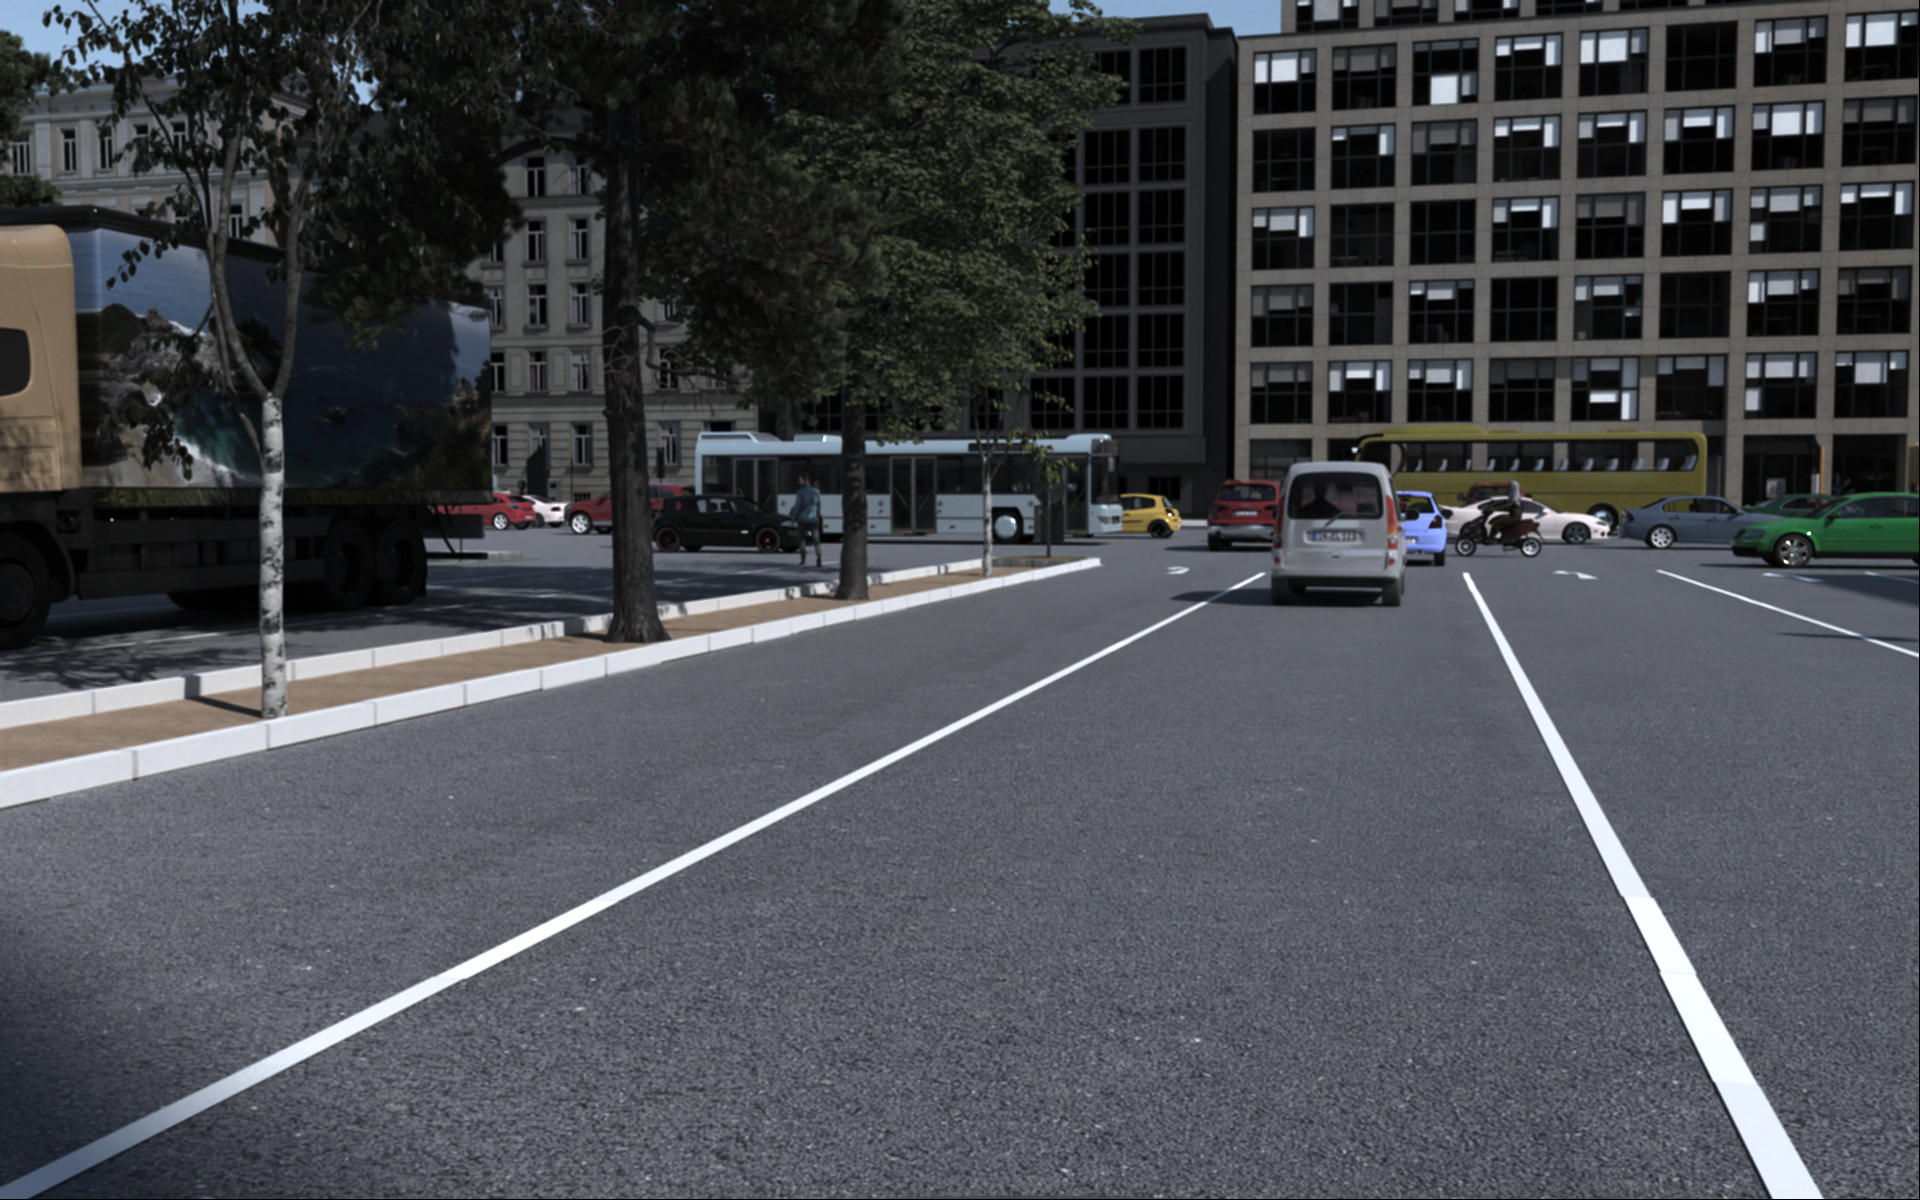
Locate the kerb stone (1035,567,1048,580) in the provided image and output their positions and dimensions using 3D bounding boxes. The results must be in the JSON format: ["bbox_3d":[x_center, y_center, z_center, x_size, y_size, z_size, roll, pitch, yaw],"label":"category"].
[{"bbox_3d":[1.281,-0.424,29.129,0.120,0.150,1.000,1,4,15],"label":"kerb stone"}]

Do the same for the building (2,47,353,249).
[{"bbox_3d":[-47.190,-19.648,107.148,20.117,28.700,13.634,1,4,15],"label":"building"}]

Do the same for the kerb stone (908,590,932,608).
[{"bbox_3d":[-0.587,0.002,22.159,0.120,0.150,1.000,1,4,15],"label":"kerb stone"}]

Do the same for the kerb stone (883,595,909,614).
[{"bbox_3d":[-0.849,0.064,21.149,0.120,0.150,1.000,1,4,15],"label":"kerb stone"}]

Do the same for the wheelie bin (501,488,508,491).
[{"bbox_3d":[-24.807,-5.286,94.326,0.693,1.594,0.980,-2,4,-35],"label":"wheelie bin"}]

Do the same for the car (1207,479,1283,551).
[{"bbox_3d":[7.623,-2.218,44.936,2.281,1.827,5.304,1,4,14],"label":"car"}]

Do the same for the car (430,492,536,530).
[{"bbox_3d":[-19.336,-3.709,69.678,4.494,1.783,2.155,1,4,15],"label":"car"}]

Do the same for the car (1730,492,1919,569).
[{"bbox_3d":[17.545,-1.519,33.631,4.718,1.807,1.959,1,4,15],"label":"car"}]

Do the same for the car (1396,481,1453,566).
[{"bbox_3d":[9.212,-1.610,35.911,1.945,1.707,3.694,1,4,15],"label":"car"}]

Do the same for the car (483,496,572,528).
[{"bbox_3d":[-18.929,-3.782,74.200,4.827,1.381,2.083,1,4,15],"label":"car"}]

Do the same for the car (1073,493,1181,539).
[{"bbox_3d":[5.213,-2.837,56.604,3.980,1.641,2.015,1,4,14],"label":"car"}]

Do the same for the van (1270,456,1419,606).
[{"bbox_3d":[5.219,-1.016,23.621,2.013,2.044,4.112,1,4,15],"label":"van"}]

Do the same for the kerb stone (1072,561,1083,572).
[{"bbox_3d":[2.078,-0.606,32.126,0.120,0.150,1.000,1,4,15],"label":"kerb stone"}]

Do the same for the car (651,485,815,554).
[{"bbox_3d":[-5.592,-2.008,42.613,4.222,1.686,2.009,1,4,14],"label":"car"}]

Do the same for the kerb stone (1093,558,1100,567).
[{"bbox_3d":[2.609,-0.729,34.117,0.120,0.150,1.000,1,4,15],"label":"kerb stone"}]

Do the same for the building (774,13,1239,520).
[{"bbox_3d":[3.142,-18.357,93.648,24.014,27.812,14.314,1,4,15],"label":"building"}]

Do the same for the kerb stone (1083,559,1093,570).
[{"bbox_3d":[2.347,-0.668,33.123,0.120,0.150,1.000,1,4,15],"label":"kerb stone"}]

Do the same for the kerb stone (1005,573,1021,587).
[{"bbox_3d":[0.747,-0.293,27.140,0.120,0.150,1.000,1,4,15],"label":"kerb stone"}]

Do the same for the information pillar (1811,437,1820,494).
[{"bbox_3d":[35.255,-4.896,71.407,0.183,3.616,0.504,0,4,1],"label":"information pillar"}]

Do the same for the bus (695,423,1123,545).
[{"bbox_3d":[-1.111,-3.408,50.582,13.247,3.499,2.948,1,4,16],"label":"bus"}]

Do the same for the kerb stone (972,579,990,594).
[{"bbox_3d":[0.217,-0.180,25.143,0.120,0.150,1.000,1,4,15],"label":"kerb stone"}]

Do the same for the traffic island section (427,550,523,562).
[{"bbox_3d":[-10.834,-0.934,37.552,2.009,0.180,2.903,1,4,15],"label":"traffic island section"}]

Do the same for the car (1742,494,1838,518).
[{"bbox_3d":[24.594,-2.298,49.368,4.920,1.459,2.131,1,4,15],"label":"car"}]

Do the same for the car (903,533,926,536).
[{"bbox_3d":[-2.857,-3.068,59.944,4.222,1.686,2.009,1,4,14],"label":"car"}]

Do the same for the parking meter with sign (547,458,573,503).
[{"bbox_3d":[-19.662,-5.363,83.947,1.738,3.016,0.543,-1,4,-15],"label":"parking meter with sign"}]

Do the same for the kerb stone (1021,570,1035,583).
[{"bbox_3d":[1.006,-0.363,28.138,0.120,0.150,1.000,1,4,15],"label":"kerb stone"}]

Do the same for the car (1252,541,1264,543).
[{"bbox_3d":[10.553,-2.592,51.056,5.304,1.827,2.281,1,4,14],"label":"car"}]

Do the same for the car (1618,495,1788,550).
[{"bbox_3d":[19.555,-2.025,45.116,4.499,1.417,2.014,1,4,17],"label":"car"}]

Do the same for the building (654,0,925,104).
[{"bbox_3d":[-20.388,-52.895,177.497,31.000,86.520,22.319,1,4,15],"label":"building"}]

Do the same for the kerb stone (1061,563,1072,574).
[{"bbox_3d":[1.808,-0.546,31.125,0.120,0.150,1.000,1,4,15],"label":"kerb stone"}]

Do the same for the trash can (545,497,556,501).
[{"bbox_3d":[-19.453,-4.298,81.932,0.748,1.137,0.748,0,3,0],"label":"trash can"}]

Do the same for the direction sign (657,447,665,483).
[{"bbox_3d":[-14.512,-5.629,84.034,0.379,3.537,0.876,-2,4,-33],"label":"direction sign"}]

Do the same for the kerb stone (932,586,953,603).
[{"bbox_3d":[-0.321,-0.058,23.153,0.120,0.150,1.000,1,4,15],"label":"kerb stone"}]

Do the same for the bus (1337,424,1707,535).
[{"bbox_3d":[19.689,-4.271,61.377,12.252,3.916,2.896,1,4,16],"label":"bus"}]

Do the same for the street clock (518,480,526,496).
[{"bbox_3d":[-22.857,-5.250,90.412,0.358,2.002,0.471,-3,5,-43],"label":"street clock"}]

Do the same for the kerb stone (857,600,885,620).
[{"bbox_3d":[-1.114,0.125,20.156,0.120,0.150,1.000,1,4,15],"label":"kerb stone"}]

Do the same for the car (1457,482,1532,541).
[{"bbox_3d":[16.876,-2.812,54.653,2.281,1.827,5.304,1,4,15],"label":"car"}]

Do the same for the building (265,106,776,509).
[{"bbox_3d":[-22.598,-16.447,102.184,30.059,22.955,16.112,1,4,15],"label":"building"}]

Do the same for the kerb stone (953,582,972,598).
[{"bbox_3d":[-0.050,-0.119,24.148,0.120,0.150,1.000,1,4,15],"label":"kerb stone"}]

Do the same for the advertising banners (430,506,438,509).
[{"bbox_3d":[-27.286,-5.721,89.723,2.074,3.025,0.090,2,4,31],"label":"advertising banners"}]

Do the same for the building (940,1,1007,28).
[{"bbox_3d":[-7.658,-51.410,153.226,22.319,86.520,31.000,1,4,15],"label":"building"}]

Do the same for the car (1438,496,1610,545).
[{"bbox_3d":[16.253,-2.311,50.145,4.827,1.381,2.083,1,4,16],"label":"car"}]

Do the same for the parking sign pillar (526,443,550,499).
[{"bbox_3d":[-22.418,-6.338,92.097,1.447,3.967,1.447,2,4,31],"label":"parking sign pillar"}]

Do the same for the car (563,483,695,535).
[{"bbox_3d":[-11.490,-3.218,61.288,5.304,1.827,2.281,1,4,15],"label":"car"}]

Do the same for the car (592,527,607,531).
[{"bbox_3d":[-12.869,-3.424,68.346,4.827,1.381,2.083,1,4,14],"label":"car"}]

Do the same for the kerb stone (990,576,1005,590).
[{"bbox_3d":[0.470,-0.241,26.144,0.120,0.150,1.000,1,4,15],"label":"kerb stone"}]

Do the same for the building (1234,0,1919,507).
[{"bbox_3d":[32.289,-17.382,88.711,34.151,26.468,19.350,1,4,15],"label":"building"}]

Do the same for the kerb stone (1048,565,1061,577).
[{"bbox_3d":[1.545,-0.485,30.131,0.120,0.150,1.000,1,4,15],"label":"kerb stone"}]

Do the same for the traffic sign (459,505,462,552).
[{"bbox_3d":[-10.810,-2.070,37.484,0.795,2.450,0.064,1,4,15],"label":"traffic sign"}]
